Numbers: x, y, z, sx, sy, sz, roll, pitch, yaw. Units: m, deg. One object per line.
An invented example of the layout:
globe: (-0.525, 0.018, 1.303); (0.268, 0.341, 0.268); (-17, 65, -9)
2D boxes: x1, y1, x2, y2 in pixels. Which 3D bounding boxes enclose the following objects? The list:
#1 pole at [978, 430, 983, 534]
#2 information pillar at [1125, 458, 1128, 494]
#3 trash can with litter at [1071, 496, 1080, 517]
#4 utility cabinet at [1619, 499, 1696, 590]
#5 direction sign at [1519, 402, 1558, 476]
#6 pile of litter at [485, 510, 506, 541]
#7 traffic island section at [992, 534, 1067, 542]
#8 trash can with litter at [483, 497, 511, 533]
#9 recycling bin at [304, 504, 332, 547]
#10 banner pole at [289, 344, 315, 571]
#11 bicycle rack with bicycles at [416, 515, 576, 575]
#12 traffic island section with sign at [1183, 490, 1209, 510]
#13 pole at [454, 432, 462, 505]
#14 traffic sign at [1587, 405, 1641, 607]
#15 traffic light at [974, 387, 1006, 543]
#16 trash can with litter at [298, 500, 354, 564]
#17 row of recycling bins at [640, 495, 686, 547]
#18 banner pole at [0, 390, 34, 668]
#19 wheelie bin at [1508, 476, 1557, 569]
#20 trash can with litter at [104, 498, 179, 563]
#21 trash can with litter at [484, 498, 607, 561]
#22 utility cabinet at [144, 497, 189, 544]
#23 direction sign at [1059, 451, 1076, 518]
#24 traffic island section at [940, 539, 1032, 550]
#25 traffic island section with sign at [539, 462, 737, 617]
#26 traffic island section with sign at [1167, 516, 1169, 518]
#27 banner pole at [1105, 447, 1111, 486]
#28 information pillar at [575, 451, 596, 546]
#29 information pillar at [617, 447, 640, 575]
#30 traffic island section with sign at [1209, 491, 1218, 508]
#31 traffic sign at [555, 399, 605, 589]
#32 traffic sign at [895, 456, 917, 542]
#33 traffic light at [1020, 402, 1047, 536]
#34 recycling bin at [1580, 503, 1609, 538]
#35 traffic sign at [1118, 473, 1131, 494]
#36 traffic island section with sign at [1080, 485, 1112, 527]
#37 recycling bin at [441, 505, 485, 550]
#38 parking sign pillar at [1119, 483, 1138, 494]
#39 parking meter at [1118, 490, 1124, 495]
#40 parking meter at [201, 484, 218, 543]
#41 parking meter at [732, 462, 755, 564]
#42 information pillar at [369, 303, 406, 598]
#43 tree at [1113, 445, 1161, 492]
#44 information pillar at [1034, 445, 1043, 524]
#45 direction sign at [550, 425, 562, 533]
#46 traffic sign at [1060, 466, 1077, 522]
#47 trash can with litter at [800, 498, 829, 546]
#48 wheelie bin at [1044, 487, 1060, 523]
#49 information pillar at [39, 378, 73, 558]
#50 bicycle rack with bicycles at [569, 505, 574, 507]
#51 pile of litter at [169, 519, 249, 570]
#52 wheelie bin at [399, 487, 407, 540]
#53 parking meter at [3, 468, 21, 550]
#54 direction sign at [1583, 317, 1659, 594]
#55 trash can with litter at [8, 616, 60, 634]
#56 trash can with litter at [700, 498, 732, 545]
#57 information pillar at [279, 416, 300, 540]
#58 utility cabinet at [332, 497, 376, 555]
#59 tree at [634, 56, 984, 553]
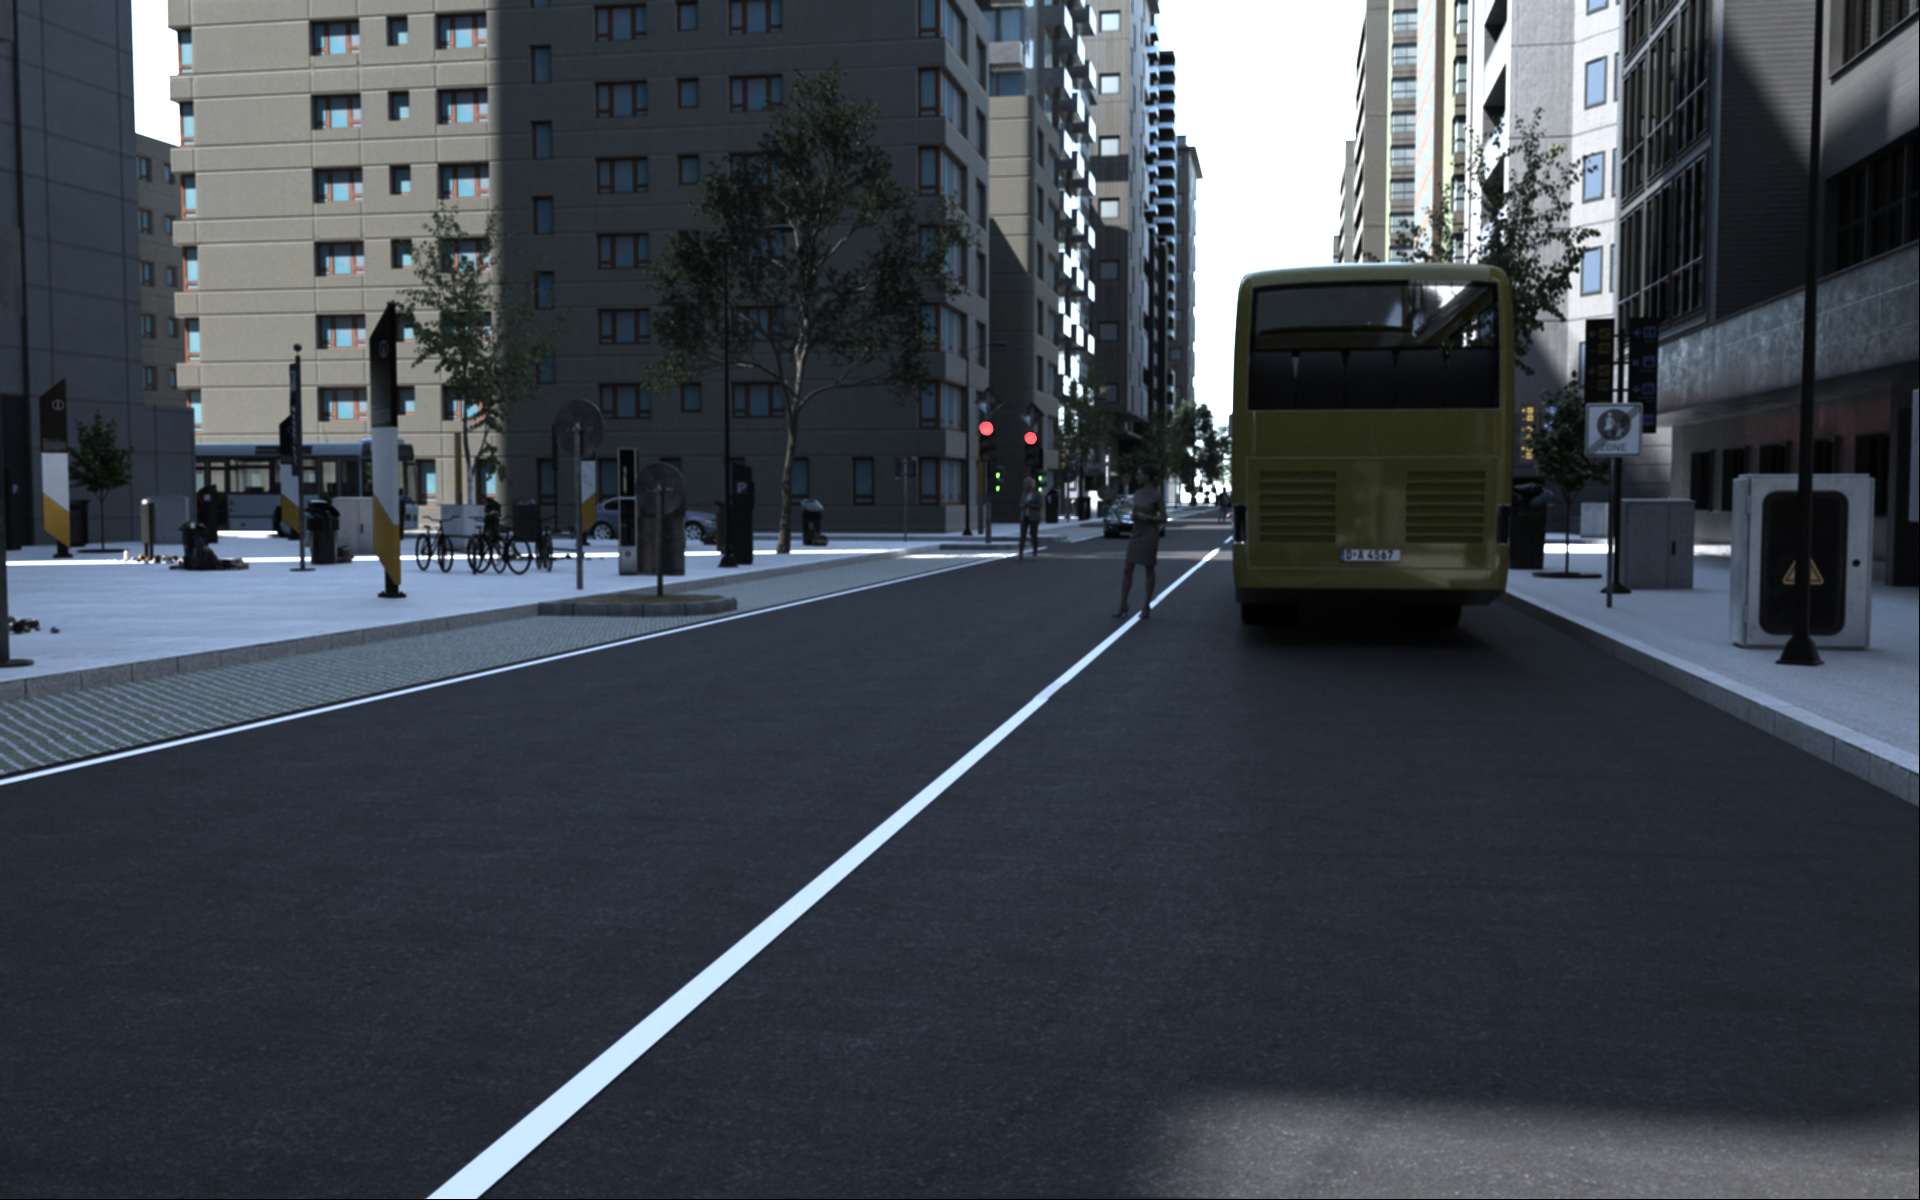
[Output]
pole: (0.665, -3.765, 55.408); (0.158, 3.312, 0.155); (0, 3, 0)
information pillar: (10.804, -7.389, 112.157); (0.183, 3.616, 0.504); (-1, 4, -9)
trash can with litter: (6.443, -5.100, 94.773); (0.624, 1.170, 1.055); (1, 4, 10)
utility cabinet: (9.400, -0.750, 23.428); (1.020, 1.237, 0.306); (-1, 4, -11)
direction sign: (14.287, -3.109, 42.836); (0.876, 3.537, 0.379); (2, 4, 26)
pile of litter: (-13.058, -2.053, 47.539); (1.176, 0.858, 1.719); (-2, 4, -32)
traffic island section: (2.185, -1.891, 53.203); (2.009, 0.180, 2.903); (1, 4, 11)
trash can with litter: (-15.231, -2.794, 57.077); (1.055, 1.170, 0.624); (2, 4, 32)
recycling bin: (-15.549, -1.827, 42.430); (0.722, 1.027, 0.722); (2, 4, 35)
banner pole: (-11.156, -2.393, 29.143); (0.401, 3.779, 0.863); (-2, 4, -33)
bicycle rack with bicycles: (-7.506, -0.932, 28.625); (2.852, 0.926, 2.925); (-2, 4, -31)
traffic island section with sign: (20.486, -8.727, 151.315); (1.989, 1.847, 2.006); (1, 4, 11)
pole: (-16.480, -3.858, 56.921); (0.158, 3.312, 0.155); (0, 3, 0)
traffic sign: (7.347, -1.064, 19.532); (0.606, 2.300, 0.079); (1, 4, 11)
traffic light: (0.759, -3.443, 45.211); (0.839, 4.253, 0.868); (1, 4, 11)
trash can with litter: (-11.677, -1.259, 31.974); (0.624, 1.170, 1.055); (1, 4, 9)
row of recycling bins: (-7.318, -2.111, 41.634); (1.069, 1.692, 3.534); (-1, 4, -22)
banner pole: (-7.356, -1.403, 12.964); (0.863, 3.779, 0.401); (2, 4, 30)
wheelie bin: (9.720, -1.332, 29.680); (0.980, 1.594, 0.693); (1, 4, 9)
trash can with litter: (-15.405, -1.329, 32.783); (1.678, 1.210, 2.233); (-2, 4, -35)
trash can with litter: (-8.042, -1.386, 33.718); (2.233, 1.210, 1.678); (0, 4, -6)
utility cabinet: (-20.228, -2.020, 44.185); (1.020, 1.237, 0.306); (0, 4, -3)
direction sign: (5.693, -6.099, 91.710); (0.876, 3.537, 0.379); (0, 4, -4)
traffic island section: (0.721, -1.411, 45.353); (2.009, 0.180, 2.903); (1, 4, 11)
traffic island section with sign: (-3.811, -0.761, 21.071); (1.989, 1.847, 2.006); (1, 4, 11)
traffic island section with sign: (11.274, -5.704, 101.893); (1.989, 1.847, 2.006); (1, 4, 11)
banner pole: (7.976, -6.318, 93.314); (0.401, 3.779, 0.863); (-1, 4, -16)
information pillar: (-9.343, -3.168, 43.151); (0.504, 3.616, 0.183); (0, 4, 0)
information pillar: (-5.243, -1.403, 27.436); (0.304, 2.012, 0.304); (0, 4, -2)
traffic island section with sign: (25.432, -10.348, 177.814); (1.989, 1.847, 2.006); (1, 4, 11)
traffic sign: (-5.127, -1.417, 23.281); (0.768, 2.556, 0.104); (1, 4, 20)
traffic sign: (-1.462, -2.716, 46.530); (0.606, 2.300, 0.079); (1, 4, 15)
traffic light: (2.223, -3.923, 53.061); (0.839, 4.253, 0.868); (1, 4, 11)
recycling bin: (18.652, -2.344, 50.874); (0.722, 1.027, 0.722); (2, 4, 26)
traffic sign: (10.058, -6.481, 106.070); (0.768, 2.556, 0.104); (1, 4, 19)
traffic island section with sign: (6.301, -4.075, 75.248); (1.989, 1.847, 2.006); (1, 4, 11)
recycling bin: (-11.485, -1.681, 40.031); (0.722, 1.027, 0.722); (2, 4, 25)
parking sign pillar: (11.997, -8.244, 123.260); (1.447, 3.967, 1.447); (1, 4, 21)
parking meter: (10.279, -6.248, 110.559); (0.372, 1.533, 0.369); (0, 3, 0)
parking meter: (-19.649, -2.259, 45.338); (0.372, 1.533, 0.369); (0, 3, 0)
parking meter: (-3.953, -1.584, 31.615); (0.399, 1.863, 0.255); (0, 4, 0)
information pillar: (-7.118, -1.841, 21.460); (0.504, 3.616, 0.183); (3, 5, 41)
tree: (11.875, -8.103, 116.195); (4.285, 4.588, 4.351); (0, 3, 0)
information pillar: (3.369, -5.115, 74.991); (0.504, 3.616, 0.183); (-2, 4, -31)
direction sign: (-13.319, -3.978, 57.035); (0.379, 3.537, 0.876); (0, 4, -4)
traffic sign: (4.946, -4.830, 79.083); (0.768, 2.556, 0.104); (1, 4, 18)
trash can with litter: (-3.566, -1.947, 43.218); (0.624, 1.170, 1.055); (-2, 4, -28)
wheelie bin: (4.075, -4.188, 76.377); (0.693, 1.594, 0.980); (0, 4, 4)
information pillar: (-18.161, -2.656, 34.781); (0.504, 3.616, 0.183); (-2, 4, -35)
bicycle rack with bicycles: (-11.604, -2.665, 56.955); (2.852, 0.926, 2.925); (0, 4, -3)
pile of litter: (-12.875, -0.960, 29.669); (1.176, 0.858, 1.719); (-3, 4, -36)
wheelie bin: (-15.923, -2.483, 48.512); (0.693, 1.594, 0.980); (2, 4, 27)
parking meter: (-21.661, -2.068, 39.524); (0.255, 1.863, 0.399); (0, 4, 4)
direction sign: (8.514, -1.858, 22.376); (0.876, 3.537, 0.379); (2, 4, 23)
trash can with litter: (-9.139, -0.288, 15.763); (1.678, 1.210, 2.233); (0, 4, -6)
trash can with litter: (-6.095, -1.979, 43.745); (1.055, 1.170, 0.624); (2, 4, 28)
information pillar: (-18.622, -3.474, 48.154); (0.504, 3.616, 0.183); (0, 4, -3)
utility cabinet: (-12.812, -1.569, 36.814); (1.020, 1.237, 0.306); (1, 4, 13)
tree: (-3.516, -6.273, 36.970); (7.601, 10.594, 8.767); (2, 4, 24)
